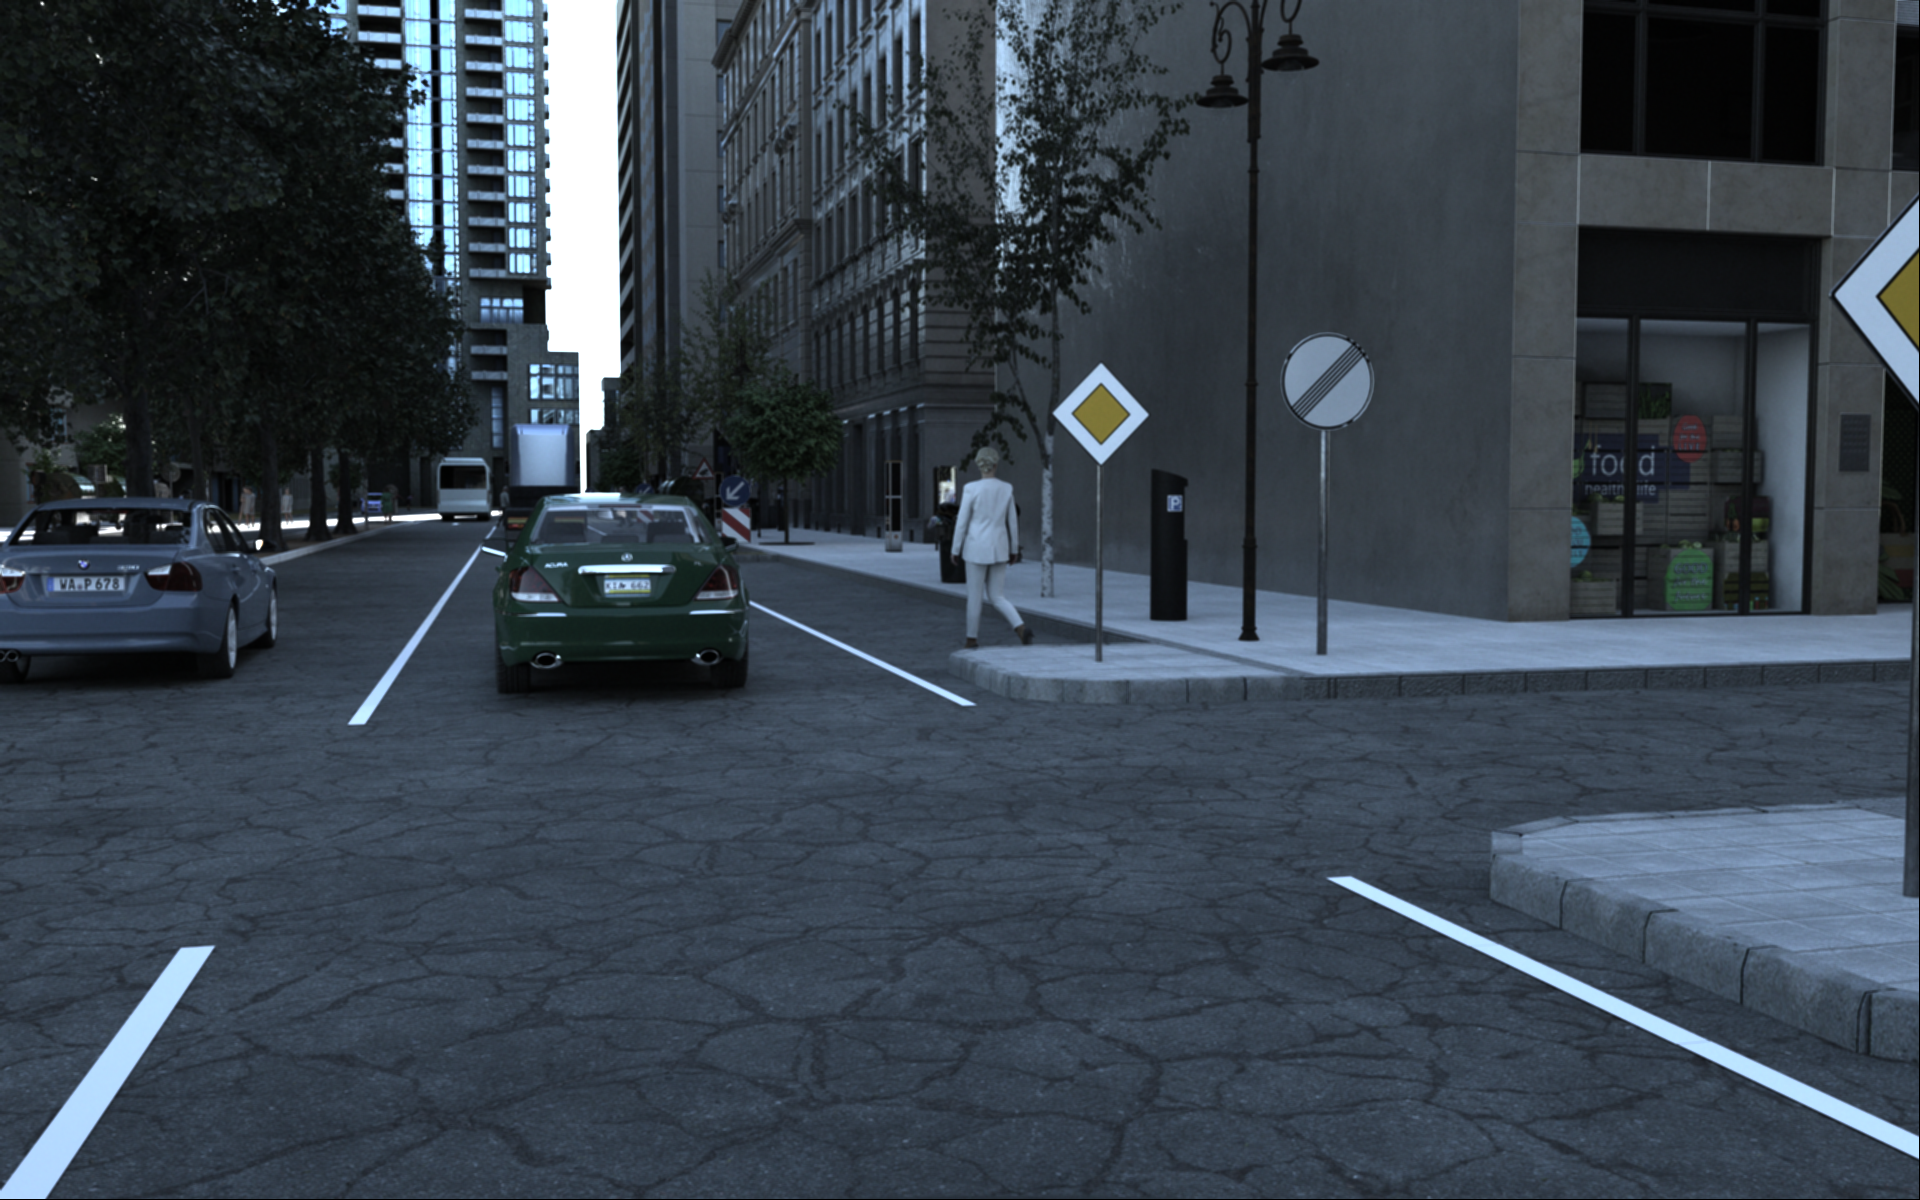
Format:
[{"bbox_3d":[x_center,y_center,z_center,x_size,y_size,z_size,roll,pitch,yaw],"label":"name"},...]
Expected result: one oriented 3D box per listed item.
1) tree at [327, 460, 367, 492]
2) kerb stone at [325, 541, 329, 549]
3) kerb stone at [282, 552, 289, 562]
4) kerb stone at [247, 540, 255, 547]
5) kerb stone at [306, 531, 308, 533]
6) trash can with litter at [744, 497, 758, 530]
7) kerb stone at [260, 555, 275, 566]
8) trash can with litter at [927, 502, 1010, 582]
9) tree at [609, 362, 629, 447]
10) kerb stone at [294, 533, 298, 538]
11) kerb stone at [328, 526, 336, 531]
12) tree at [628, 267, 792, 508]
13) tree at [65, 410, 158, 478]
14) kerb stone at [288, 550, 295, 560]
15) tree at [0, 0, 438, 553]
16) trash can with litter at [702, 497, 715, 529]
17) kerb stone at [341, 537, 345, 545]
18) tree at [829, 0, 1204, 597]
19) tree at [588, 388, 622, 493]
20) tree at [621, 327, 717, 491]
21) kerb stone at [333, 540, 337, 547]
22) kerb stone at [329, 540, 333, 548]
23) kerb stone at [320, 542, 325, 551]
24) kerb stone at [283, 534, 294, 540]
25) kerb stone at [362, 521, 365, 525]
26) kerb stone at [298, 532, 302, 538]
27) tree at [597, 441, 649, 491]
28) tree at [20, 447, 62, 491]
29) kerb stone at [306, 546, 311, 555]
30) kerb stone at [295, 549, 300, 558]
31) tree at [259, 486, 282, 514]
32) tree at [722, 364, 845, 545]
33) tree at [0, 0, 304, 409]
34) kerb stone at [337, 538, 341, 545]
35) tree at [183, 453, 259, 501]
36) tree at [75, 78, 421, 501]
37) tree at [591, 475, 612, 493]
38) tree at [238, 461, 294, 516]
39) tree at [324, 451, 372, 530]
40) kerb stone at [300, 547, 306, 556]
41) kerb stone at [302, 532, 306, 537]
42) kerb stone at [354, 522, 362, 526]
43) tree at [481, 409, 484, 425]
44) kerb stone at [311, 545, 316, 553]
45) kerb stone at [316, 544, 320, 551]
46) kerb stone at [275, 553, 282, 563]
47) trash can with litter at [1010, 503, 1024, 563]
[{"bbox_3d":[-52.592,-10.091,148.700,4.285,4.588,4.351,0,3,0],"label":"tree"},{"bbox_3d":[-16.512,-1.381,44.824,0.120,0.150,1.000,-1,4,-14],"label":"kerb stone"},{"bbox_3d":[-14.474,-0.898,36.872,0.120,0.150,1.000,-1,4,-14],"label":"kerb stone"},{"bbox_3d":[-19.318,-1.532,47.312,0.120,0.150,1.000,-1,4,-14],"label":"kerb stone"},{"bbox_3d":[-22.104,-2.206,58.265,0.120,0.150,1.000,-1,4,-14],"label":"kerb stone"},{"bbox_3d":[-7.510,-3.049,61.239,0.624,1.170,1.055,-2,4,-25],"label":"trash can with litter"},{"bbox_3d":[-13.975,-0.772,34.882,0.120,0.150,1.000,-1,4,-14],"label":"kerb stone"},{"bbox_3d":[0.089,-0.848,25.255,1.055,1.170,0.624,-3,5,-42],"label":"trash can with litter"},{"bbox_3d":[-16.481,-8.638,91.591,4.737,8.622,4.395,0,3,0],"label":"tree"},{"bbox_3d":[-21.347,-2.020,55.285,0.120,0.150,1.000,-1,4,-14],"label":"kerb stone"},{"bbox_3d":[-24.383,-2.753,67.199,0.120,0.150,1.000,-1,4,-14],"label":"kerb stone"},{"bbox_3d":[-7.237,-6.426,55.420,4.737,8.622,4.395,0,3,0],"label":"tree"},{"bbox_3d":[-33.067,-5.138,67.728,4.285,4.588,4.351,0,3,0],"label":"tree"},{"bbox_3d":[-14.727,-0.958,37.866,0.120,0.150,1.000,-1,4,-14],"label":"kerb stone"},{"bbox_3d":[-16.975,-7.516,42.344,9.611,12.733,9.660,0,3,0],"label":"tree"},{"bbox_3d":[-8.735,-2.989,60.257,0.624,1.170,1.055,-1,4,-17],"label":"trash can with litter"},{"bbox_3d":[-17.513,-1.625,48.802,0.120,0.150,1.000,-1,4,-14],"label":"kerb stone"},{"bbox_3d":[0.859,-4.345,21.399,4.360,8.622,3.978,0,3,0],"label":"tree"},{"bbox_3d":[-23.783,-10.383,120.123,4.360,8.622,3.978,0,3,0],"label":"tree"},{"bbox_3d":[-12.679,-7.686,76.032,4.360,8.622,3.978,0,3,0],"label":"tree"},{"bbox_3d":[-17.018,-1.505,46.807,0.120,0.150,1.000,-1,4,-14],"label":"kerb stone"},{"bbox_3d":[-16.767,-1.444,45.814,0.120,0.150,1.000,-1,4,-14],"label":"kerb stone"},{"bbox_3d":[-16.248,-1.322,43.836,0.120,0.150,1.000,-1,4,-14],"label":"kerb stone"},{"bbox_3d":[-21.086,-1.963,54.290,0.120,0.150,1.000,-1,4,-14],"label":"kerb stone"},{"bbox_3d":[-27.425,-3.482,79.122,0.120,0.150,1.000,-1,4,-14],"label":"kerb stone"},{"bbox_3d":[-21.595,-2.078,56.277,0.120,0.150,1.000,-1,4,-14],"label":"kerb stone"},{"bbox_3d":[-21.086,-7.631,108.476,4.285,4.588,4.351,0,3,0],"label":"tree"},{"bbox_3d":[-32.725,-4.131,62.145,1.663,3.219,1.824,0,3,0],"label":"tree"},{"bbox_3d":[-15.500,-1.141,40.845,0.120,0.150,1.000,-1,4,-14],"label":"kerb stone"},{"bbox_3d":[-14.987,-1.019,38.861,0.120,0.150,1.000,-1,4,-14],"label":"kerb stone"},{"bbox_3d":[-43.750,-9.816,110.850,4.737,8.622,4.395,0,3,0],"label":"tree"},{"bbox_3d":[-4.433,-3.700,44.203,4.285,4.588,4.351,0,3,0],"label":"tree"},{"bbox_3d":[-9.680,-6.417,14.031,9.857,13.997,8.962,0,3,0],"label":"tree"},{"bbox_3d":[-17.273,-1.567,47.808,0.120,0.150,1.000,-1,4,-14],"label":"kerb stone"},{"bbox_3d":[-37.617,-8.280,85.748,4.737,8.622,4.395,0,3,0],"label":"tree"},{"bbox_3d":[-14.879,-5.939,33.974,8.767,10.594,7.601,-1,4,-14],"label":"tree"},{"bbox_3d":[-29.788,-9.196,144.958,1.663,3.219,1.824,0,3,0],"label":"tree"},{"bbox_3d":[-41.329,-7.314,103.297,4.285,4.588,4.351,0,3,0],"label":"tree"},{"bbox_3d":[-23.746,-7.109,69.054,4.360,8.622,3.978,0,3,0],"label":"tree"},{"bbox_3d":[-15.238,-1.080,39.857,0.120,0.150,1.000,-1,4,-14],"label":"kerb stone"},{"bbox_3d":[-21.852,-2.145,57.274,0.120,0.150,1.000,-1,4,-14],"label":"kerb stone"},{"bbox_3d":[-27.179,-3.420,78.126,0.120,0.150,1.000,-1,4,-14],"label":"kerb stone"},{"bbox_3d":[-19.586,-8.138,52.530,9.611,12.733,9.660,0,3,0],"label":"tree"},{"bbox_3d":[-15.744,-1.202,41.845,0.120,0.150,1.000,-1,4,-14],"label":"kerb stone"},{"bbox_3d":[-16.002,-1.261,42.835,0.120,0.150,1.000,-1,4,-14],"label":"kerb stone"},{"bbox_3d":[-14.227,-0.830,35.879,0.120,0.150,1.000,-1,4,-14],"label":"kerb stone"},{"bbox_3d":[0.851,-1.291,32.500,0.624,1.170,1.055,1,4,11],"label":"trash can with litter"}]
